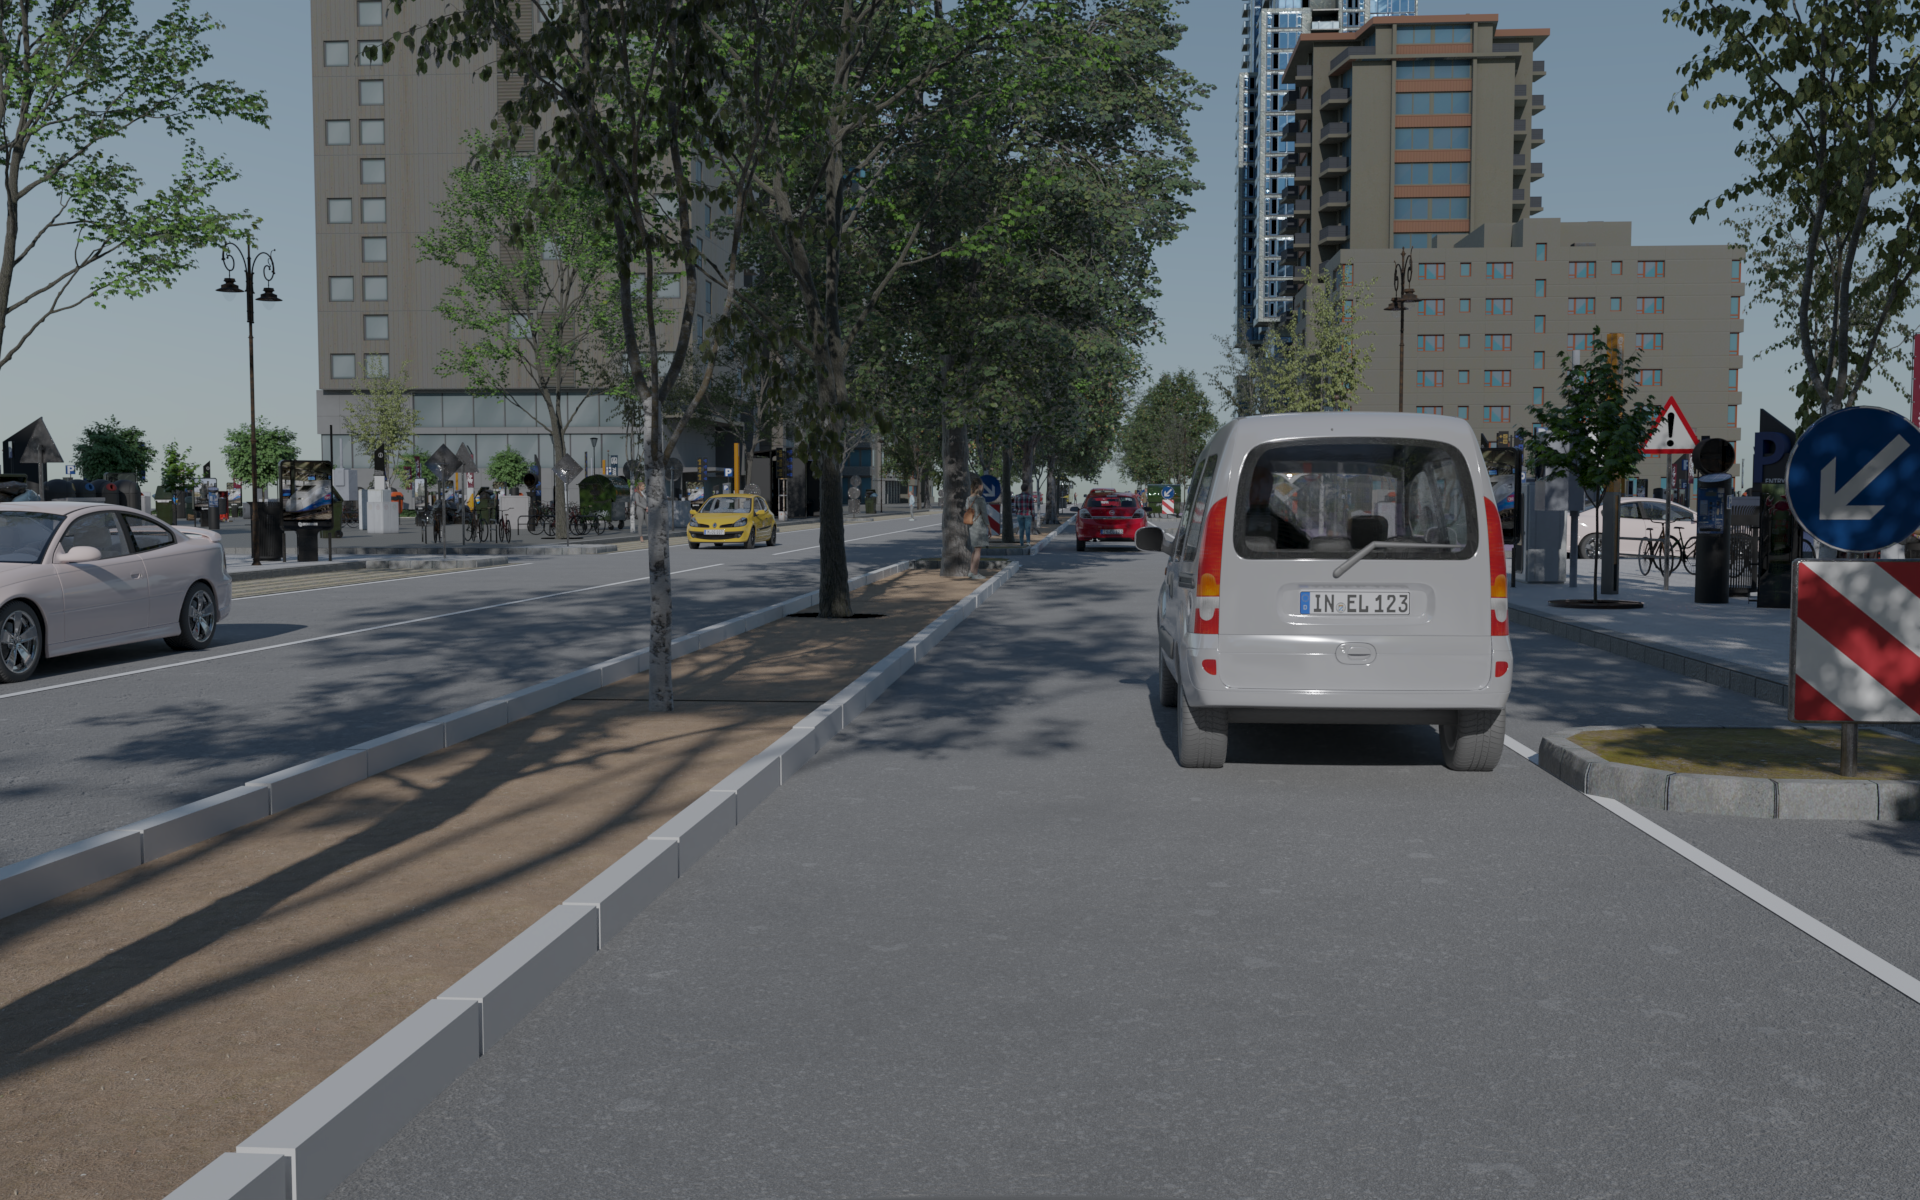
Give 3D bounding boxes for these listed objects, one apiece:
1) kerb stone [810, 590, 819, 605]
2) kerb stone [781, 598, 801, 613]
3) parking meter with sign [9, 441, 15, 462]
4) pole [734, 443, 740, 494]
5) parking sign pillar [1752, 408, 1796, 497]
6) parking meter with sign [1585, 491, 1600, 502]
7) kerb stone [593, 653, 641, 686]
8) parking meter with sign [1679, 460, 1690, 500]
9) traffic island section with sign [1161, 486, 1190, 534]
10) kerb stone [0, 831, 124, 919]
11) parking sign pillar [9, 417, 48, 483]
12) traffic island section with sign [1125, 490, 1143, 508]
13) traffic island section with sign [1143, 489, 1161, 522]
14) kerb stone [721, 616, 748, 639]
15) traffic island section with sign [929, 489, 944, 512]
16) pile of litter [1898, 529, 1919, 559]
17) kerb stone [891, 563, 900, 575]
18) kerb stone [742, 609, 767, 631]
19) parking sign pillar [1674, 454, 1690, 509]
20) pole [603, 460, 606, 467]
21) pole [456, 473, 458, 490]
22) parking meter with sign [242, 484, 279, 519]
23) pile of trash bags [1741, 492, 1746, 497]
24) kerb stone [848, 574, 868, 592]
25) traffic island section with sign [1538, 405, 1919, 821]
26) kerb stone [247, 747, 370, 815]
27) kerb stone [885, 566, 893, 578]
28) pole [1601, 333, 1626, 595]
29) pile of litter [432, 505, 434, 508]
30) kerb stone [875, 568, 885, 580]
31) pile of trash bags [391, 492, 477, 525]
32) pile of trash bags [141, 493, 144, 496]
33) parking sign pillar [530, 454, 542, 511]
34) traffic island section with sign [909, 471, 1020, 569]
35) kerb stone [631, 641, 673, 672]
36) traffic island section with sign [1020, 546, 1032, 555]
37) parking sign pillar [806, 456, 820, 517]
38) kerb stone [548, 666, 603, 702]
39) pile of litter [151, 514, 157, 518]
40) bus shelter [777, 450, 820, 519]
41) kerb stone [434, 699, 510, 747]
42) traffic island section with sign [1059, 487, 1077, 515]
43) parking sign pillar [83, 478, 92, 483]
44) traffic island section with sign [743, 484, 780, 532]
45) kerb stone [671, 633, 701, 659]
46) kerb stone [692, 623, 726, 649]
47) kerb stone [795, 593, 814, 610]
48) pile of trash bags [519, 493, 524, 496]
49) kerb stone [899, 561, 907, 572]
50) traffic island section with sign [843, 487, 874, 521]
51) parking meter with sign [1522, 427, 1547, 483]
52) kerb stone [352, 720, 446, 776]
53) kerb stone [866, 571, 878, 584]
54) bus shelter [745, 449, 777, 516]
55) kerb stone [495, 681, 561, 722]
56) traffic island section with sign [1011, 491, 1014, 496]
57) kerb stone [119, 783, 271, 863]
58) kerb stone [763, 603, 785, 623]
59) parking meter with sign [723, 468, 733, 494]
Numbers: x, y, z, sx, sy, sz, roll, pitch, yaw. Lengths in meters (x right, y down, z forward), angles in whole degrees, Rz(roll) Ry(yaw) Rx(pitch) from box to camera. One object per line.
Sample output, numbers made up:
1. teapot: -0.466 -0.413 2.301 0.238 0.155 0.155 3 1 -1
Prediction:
1. kerb stone: -1.898 -0.019 22.500 0.120 0.150 1.000 0 4 5
2. kerb stone: -2.060 0.106 20.455 0.120 0.150 1.000 0 4 5
3. parking meter with sign: -32.060 -3.711 56.937 1.738 3.016 0.543 -3 4 -38
4. pole: -8.951 -4.629 69.531 0.158 3.312 0.155 0 3 0
5. parking sign pillar: 25.371 -4.002 53.910 1.447 3.967 1.447 -2 4 -28
6. parking meter with sign: 27.174 -4.790 74.574 0.543 3.016 1.738 -2 4 -35
7. kerb stone: -2.660 0.545 13.286 0.120 0.150 1.000 0 4 5
8. parking meter with sign: 36.873 -5.616 88.090 0.543 3.016 1.738 1 4 16
9. traffic island section with sign: 8.497 -3.349 63.387 1.989 1.847 2.006 0 4 5
10. kerb stone: -3.243 0.992 6.150 0.120 0.150 1.000 0 4 5
11. parking sign pillar: -32.564 -4.396 60.351 1.447 3.967 1.447 -1 4 -8
12. traffic island section with sign: 17.048 -9.702 167.249 1.989 1.847 2.006 0 4 5
13. traffic island section with sign: 10.765 -5.027 90.826 1.989 1.847 2.006 0 4 5
14. kerb stone: -2.320 0.295 17.387 0.120 0.150 1.000 0 4 5
15. traffic island section with sign: -1.451 -8.168 142.177 1.989 1.847 2.006 0 4 5
16. pile of litter: 11.909 -0.463 21.529 1.719 0.858 1.176 3 5 41
17. kerb stone: -1.228 -0.516 30.676 0.120 0.150 1.000 0 4 5
18. kerb stone: -2.231 0.231 18.412 0.120 0.150 1.000 0 4 5
19. parking sign pillar: 45.822 -7.442 110.151 1.447 3.967 1.447 -1 4 -20
20. pole: -21.210 -6.696 103.315 0.158 3.312 0.155 0 3 0
21. pole: -32.769 -7.279 112.860 0.158 3.312 0.155 0 3 0
22. parking meter with sign: -36.040 -5.686 89.233 1.738 3.016 0.543 -2 4 -26
23. pile of trash bags: 42.794 -5.068 92.616 1.912 1.369 3.447 0 4 -5
24. kerb stone: -1.573 -0.269 26.598 0.120 0.150 1.000 0 4 5
25. traffic island section with sign: 4.000 0.004 8.557 1.989 1.847 2.006 0 4 5
26. kerb stone: -3.073 0.857 8.186 0.120 0.150 1.000 0 4 5
27. kerb stone: -1.312 -0.456 29.657 0.120 0.150 1.000 0 4 5
28. pole: 8.326 -1.728 22.095 0.158 3.312 0.155 0 3 0
29. pile of litter: -23.585 -3.923 78.114 1.719 0.858 1.176 0 4 3
30. kerb stone: -1.398 -0.394 28.639 0.120 0.150 1.000 0 4 5
31. pile of trash bags: -22.376 -3.868 72.992 3.447 1.369 1.912 -3 5 -42
32. pile of trash bags: -44.093 -4.941 90.530 1.912 1.369 3.447 1 4 22
33. parking sign pillar: -28.579 -7.844 116.729 1.447 3.967 1.447 -2 4 -27
34. traffic island section with sign: 0.081 -1.576 33.906 2.006 1.907 1.989 0 4 5
35. kerb stone: -2.575 0.482 14.319 0.120 0.150 1.000 0 4 5
36. traffic island section with sign: 0.697 -2.028 41.288 2.006 1.907 1.989 0 4 5
37. parking sign pillar: -8.224 -6.757 98.944 1.447 3.967 1.447 0 4 -3
38. kerb stone: -2.747 0.607 12.268 0.120 0.150 1.000 0 4 5
39. pile of litter: -46.996 -5.231 99.497 1.176 0.858 1.719 3 4 38
40. bus shelter: -8.244 -6.228 93.108 1.731 3.624 6.357 0 4 5
41. kerb stone: -2.904 0.732 10.226 0.120 0.150 1.000 0 4 5
42. traffic island section with sign: 6.845 -6.608 116.175 2.006 1.907 1.989 0 4 5
43. parking sign pillar: -36.917 -5.222 73.857 1.447 3.967 1.447 0 4 -4
44. traffic island section with sign: -7.812 -3.429 64.685 1.989 1.847 2.006 0 4 5
45. kerb stone: -2.490 0.428 15.340 0.120 0.150 1.000 0 4 5
46. kerb stone: -2.399 0.357 16.362 0.120 0.150 1.000 0 4 5
47. kerb stone: -1.989 0.044 21.482 0.120 0.150 1.000 0 4 5
48. pile of trash bags: -28.622 -5.933 106.763 3.447 1.369 1.912 -1 4 -22
49. kerb stone: -1.141 -0.580 31.695 0.120 0.150 1.000 0 4 5
50. traffic island section with sign: -5.605 -5.072 91.550 1.989 1.847 2.006 0 4 5
51. parking meter with sign: 14.570 -3.030 45.798 0.543 3.016 1.738 -3 5 -42
52. kerb stone: -2.995 0.794 9.208 0.120 0.150 1.000 0 4 5
53. kerb stone: -1.480 -0.332 27.616 0.120 0.150 1.000 0 4 5
54. bus shelter: -10.061 -6.225 93.056 1.731 3.624 6.357 0 4 5
55. kerb stone: -2.824 0.670 11.248 0.120 0.150 1.000 0 4 5
56. traffic island section with sign: 7.538 -14.845 251.339 1.989 1.847 2.006 0 4 5
57. kerb stone: -3.160 0.929 7.168 0.120 0.150 1.000 0 4 5
58. kerb stone: -2.149 0.171 19.437 0.120 0.150 1.000 0 4 5
59. parking meter with sign: -15.701 -7.349 116.420 0.543 3.016 1.738 0 4 2
